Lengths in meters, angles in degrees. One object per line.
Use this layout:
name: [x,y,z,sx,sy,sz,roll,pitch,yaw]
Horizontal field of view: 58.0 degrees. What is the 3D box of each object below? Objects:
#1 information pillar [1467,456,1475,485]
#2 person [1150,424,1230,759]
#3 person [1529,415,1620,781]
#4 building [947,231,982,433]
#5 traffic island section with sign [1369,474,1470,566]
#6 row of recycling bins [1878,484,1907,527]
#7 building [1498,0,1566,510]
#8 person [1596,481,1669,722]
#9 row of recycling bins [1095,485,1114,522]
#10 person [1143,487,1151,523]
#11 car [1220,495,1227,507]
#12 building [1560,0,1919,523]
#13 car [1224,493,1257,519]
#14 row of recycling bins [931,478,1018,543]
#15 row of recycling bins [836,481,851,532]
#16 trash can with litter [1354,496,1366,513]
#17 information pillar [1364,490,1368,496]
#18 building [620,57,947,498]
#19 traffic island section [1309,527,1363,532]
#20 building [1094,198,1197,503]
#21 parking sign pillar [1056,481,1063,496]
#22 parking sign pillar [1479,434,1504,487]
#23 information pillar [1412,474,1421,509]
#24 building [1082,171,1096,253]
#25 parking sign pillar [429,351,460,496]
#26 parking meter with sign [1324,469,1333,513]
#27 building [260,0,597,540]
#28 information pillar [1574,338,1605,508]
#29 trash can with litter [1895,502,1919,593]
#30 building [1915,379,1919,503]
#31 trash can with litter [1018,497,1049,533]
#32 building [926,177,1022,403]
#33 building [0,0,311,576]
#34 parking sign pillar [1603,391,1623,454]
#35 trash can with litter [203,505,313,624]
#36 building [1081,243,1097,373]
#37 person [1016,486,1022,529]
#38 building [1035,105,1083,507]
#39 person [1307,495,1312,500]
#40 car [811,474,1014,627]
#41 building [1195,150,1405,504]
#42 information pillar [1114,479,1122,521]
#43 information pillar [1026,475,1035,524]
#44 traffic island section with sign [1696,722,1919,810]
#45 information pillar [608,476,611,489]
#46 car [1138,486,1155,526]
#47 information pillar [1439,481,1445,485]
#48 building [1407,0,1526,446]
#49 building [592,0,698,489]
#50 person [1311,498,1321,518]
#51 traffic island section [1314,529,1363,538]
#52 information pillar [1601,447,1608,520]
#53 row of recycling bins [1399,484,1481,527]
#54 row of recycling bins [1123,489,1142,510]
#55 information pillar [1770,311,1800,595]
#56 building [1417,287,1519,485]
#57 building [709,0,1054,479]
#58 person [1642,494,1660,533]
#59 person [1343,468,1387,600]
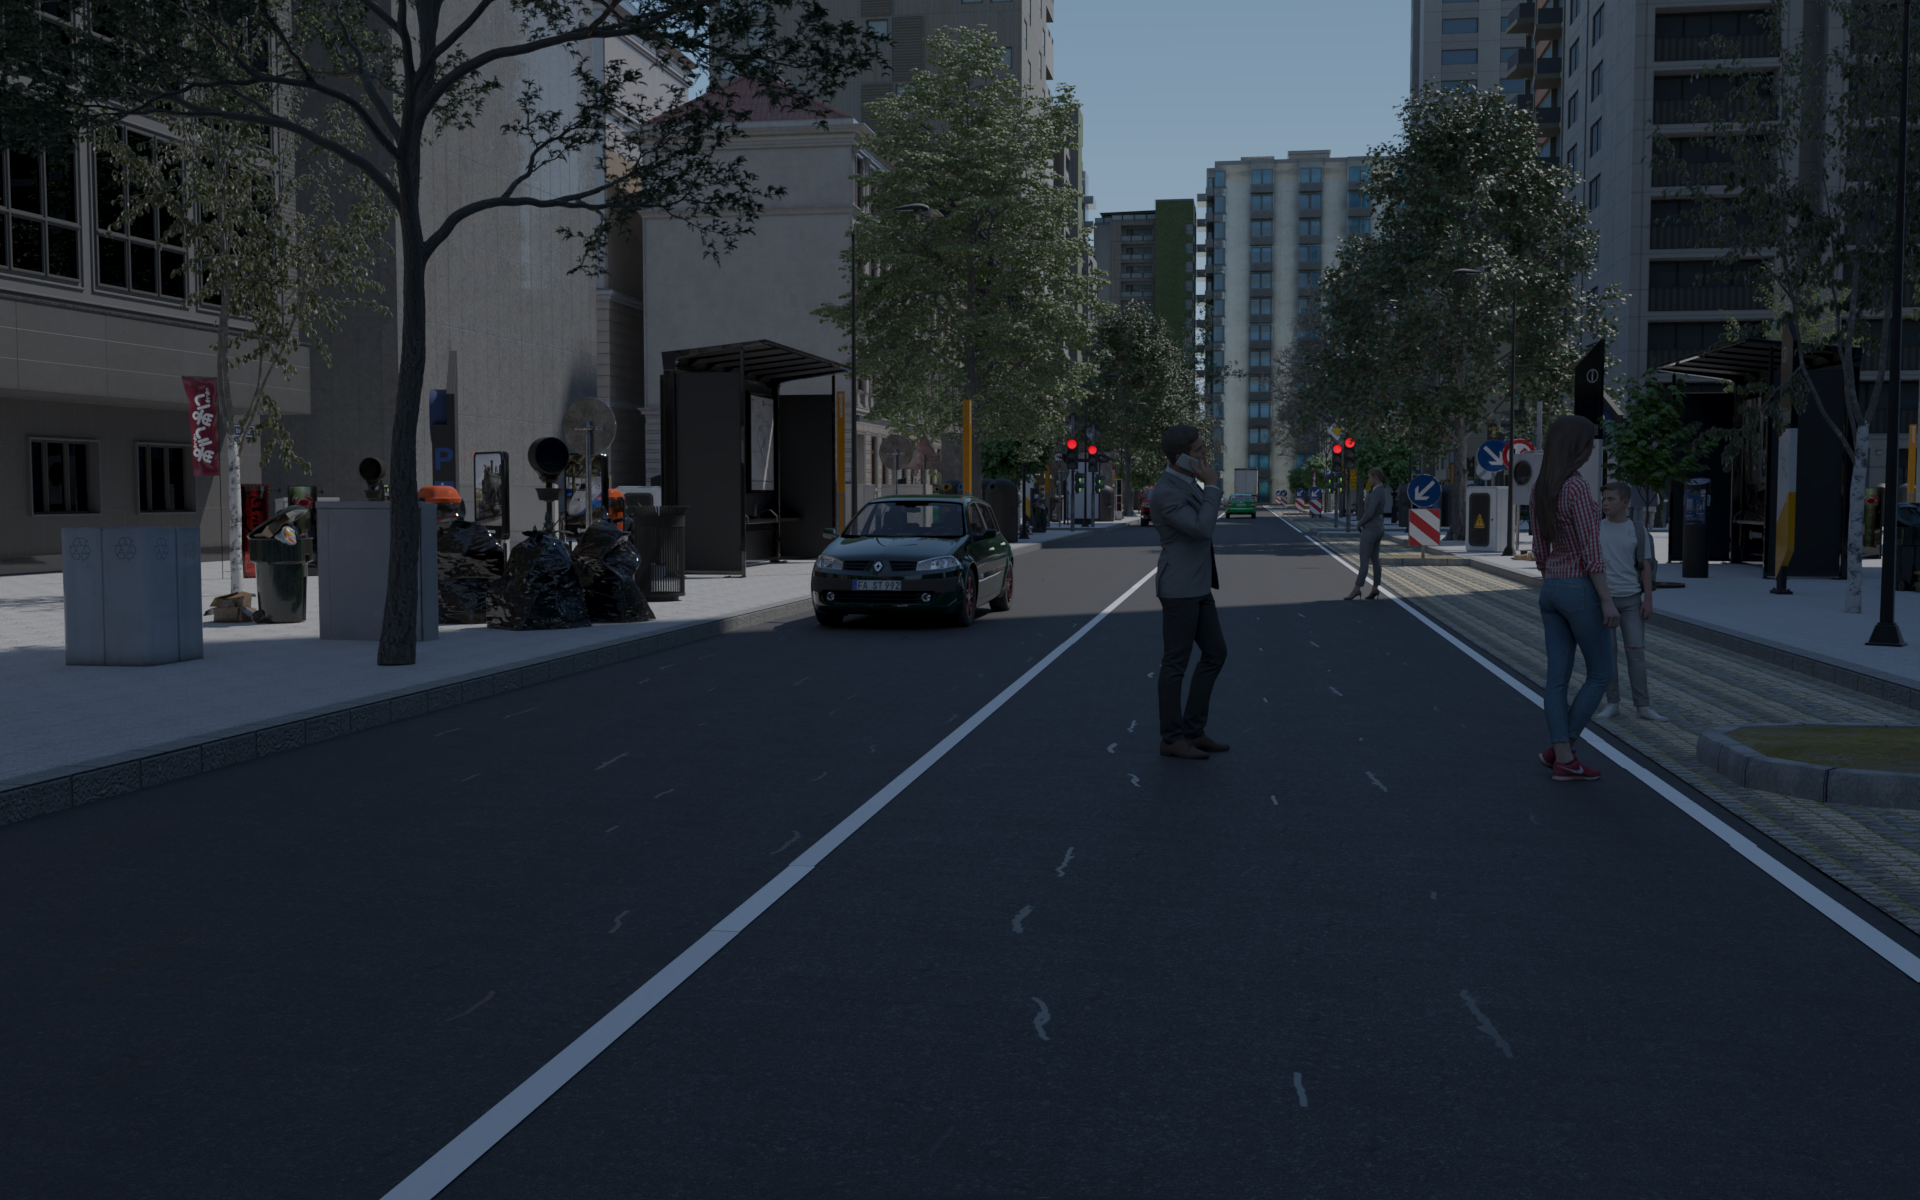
information pillar: [31.377,-7.038,106.423,0.183,3.616,0.504,-3,5,-40]
person: [1.265,-0.047,9.448,0.473,1.802,0.592,2,4,31]
person: [3.077,-0.008,8.646,0.388,1.821,0.555,-2,4,-25]
building: [-5.845,-16.833,111.384,11.583,22.565,21.152,1,4,9]
traffic island section with sign: [9.254,-1.627,35.230,1.989,1.847,2.006,1,4,9]
row of recycling bins: [36.046,-3.769,68.737,3.534,1.692,1.069,2,4,32]
building: [47.361,-27.965,111.848,22.147,44.769,28.867,1,4,9]
person: [4.210,0.007,10.982,0.503,1.515,0.523,0,4,-8]
row of recycling bins: [6.486,-4.564,81.732,1.069,1.692,3.534,-1,4,-11]
person: [9.326,-4.730,86.005,0.590,1.801,0.661,0,4,-2]
car: [29.224,-11.247,196.250,2.083,1.381,4.827,0,4,8]
building: [41.005,-39.318,81.095,20.611,71.187,20.563,1,4,9]
car: [16.687,-5.757,102.926,1.959,1.807,4.718,1,4,9]
row of recycling bins: [0.490,-2.434,46.916,1.069,1.692,3.534,-2,4,-28]
row of recycling bins: [-3.728,-2.869,54.014,1.069,1.692,3.534,0,4,1]
trash can with litter: [27.770,-6.653,120.157,0.624,1.170,1.055,-3,5,-43]
information pillar: [32.554,-9.044,139.228,0.504,3.616,0.183,-1,4,-19]
building: [-8.345,-15.550,90.397,11.583,22.565,21.152,1,4,9]
traffic island section: [14.309,-2.662,65.808,2.009,0.180,2.903,1,4,9]
building: [25.883,-34.191,242.610,14.086,41.232,14.154,1,4,9]
parking sign pillar: [6.888,-7.583,112.451,1.447,3.967,1.447,3,4,39]
parking sign pillar: [22.877,-5.266,74.572,1.447,3.967,1.447,-3,5,-41]
information pillar: [16.951,-3.660,64.325,0.304,2.012,0.304,2,4,27]
building: [4.406,-38.592,250.589,30.456,49.044,23.786,1,4,9]
parking sign pillar: [-9.495,-2.661,31.976,1.447,3.967,1.447,-1,4,-13]
parking meter with sign: [25.691,-7.604,120.593,0.543,3.016,1.738,1,4,18]
building: [-21.345,-13.921,45.630,19.932,24.808,12.078,1,4,9]
information pillar: [9.558,-2.140,26.343,0.183,3.616,0.504,-2,4,-32]
trash can with litter: [12.667,-0.695,22.751,0.624,1.170,1.055,0,4,-8]
building: [33.203,-43.577,25.160,22.319,86.520,31.000,1,4,9]
trash can with litter: [2.382,-2.801,57.186,1.055,1.170,0.624,1,4,21]
building: [-2.434,-18.367,129.977,12.332,23.373,15.834,1,4,9]
building: [-21.103,-14.009,22.547,14.314,27.812,24.014,1,4,9]
parking sign pillar: [14.909,-3.173,40.344,1.447,3.967,1.447,-1,4,-9]
trash can with litter: [-7.014,-0.359,17.259,1.055,1.170,0.624,0,4,5]
building: [8.649,-26.291,201.561,14.107,30.474,14.160,1,4,9]
person: [2.103,-3.410,64.795,0.519,1.759,0.362,3,5,42]
building: [4.923,-30.234,177.926,14.154,41.232,14.086,1,4,9]
person: [44.530,-12.943,220.651,0.750,1.759,0.617,1,4,12]
car: [-0.475,-0.629,20.072,2.009,1.686,4.222,1,4,11]
building: [48.704,-38.181,243.869,30.456,49.044,23.786,1,4,9]
information pillar: [7.687,-4.871,84.140,0.304,2.012,0.304,-1,4,-12]
information pillar: [2.878,-4.976,72.719,0.504,3.616,0.183,2,4,27]
traffic island section with sign: [4.852,0.000,8.635,1.989,1.847,2.006,1,4,9]
information pillar: [-14.579,-4.104,71.588,0.304,2.012,0.304,0,4,-3]
car: [9.225,-4.260,78.316,2.281,1.827,5.304,0,4,8]
information pillar: [26.587,-5.584,95.792,0.304,2.012,0.304,-3,5,-41]
building: [58.644,-39.328,185.013,21.231,58.520,28.212,1,4,9]
building: [-25.159,-18.568,89.495,20.117,28.700,13.634,1,4,9]
person: [19.367,-5.266,94.376,0.755,1.850,0.659,3,4,36]
traffic island section: [13.004,-2.180,57.930,2.009,0.180,2.903,1,4,9]
information pillar: [9.992,-1.393,27.274,0.304,2.012,0.304,3,5,39]
row of recycling bins: [18.780,-3.704,67.674,3.534,1.692,1.069,-1,4,-15]
row of recycling bins: [14.614,-7.953,137.136,3.534,1.692,1.069,1,4,22]
information pillar: [10.535,-1.878,22.055,0.183,3.616,0.504,1,4,9]
building: [56.972,-19.113,157.529,27.650,21.520,28.899,1,4,9]
building: [-6.008,-34.808,158.346,28.713,52.752,27.495,1,4,9]
person: [23.636,-3.101,59.395,0.606,1.804,0.583,1,4,11]
person: [5.506,-0.903,23.536,0.573,1.790,0.520,1,4,10]
